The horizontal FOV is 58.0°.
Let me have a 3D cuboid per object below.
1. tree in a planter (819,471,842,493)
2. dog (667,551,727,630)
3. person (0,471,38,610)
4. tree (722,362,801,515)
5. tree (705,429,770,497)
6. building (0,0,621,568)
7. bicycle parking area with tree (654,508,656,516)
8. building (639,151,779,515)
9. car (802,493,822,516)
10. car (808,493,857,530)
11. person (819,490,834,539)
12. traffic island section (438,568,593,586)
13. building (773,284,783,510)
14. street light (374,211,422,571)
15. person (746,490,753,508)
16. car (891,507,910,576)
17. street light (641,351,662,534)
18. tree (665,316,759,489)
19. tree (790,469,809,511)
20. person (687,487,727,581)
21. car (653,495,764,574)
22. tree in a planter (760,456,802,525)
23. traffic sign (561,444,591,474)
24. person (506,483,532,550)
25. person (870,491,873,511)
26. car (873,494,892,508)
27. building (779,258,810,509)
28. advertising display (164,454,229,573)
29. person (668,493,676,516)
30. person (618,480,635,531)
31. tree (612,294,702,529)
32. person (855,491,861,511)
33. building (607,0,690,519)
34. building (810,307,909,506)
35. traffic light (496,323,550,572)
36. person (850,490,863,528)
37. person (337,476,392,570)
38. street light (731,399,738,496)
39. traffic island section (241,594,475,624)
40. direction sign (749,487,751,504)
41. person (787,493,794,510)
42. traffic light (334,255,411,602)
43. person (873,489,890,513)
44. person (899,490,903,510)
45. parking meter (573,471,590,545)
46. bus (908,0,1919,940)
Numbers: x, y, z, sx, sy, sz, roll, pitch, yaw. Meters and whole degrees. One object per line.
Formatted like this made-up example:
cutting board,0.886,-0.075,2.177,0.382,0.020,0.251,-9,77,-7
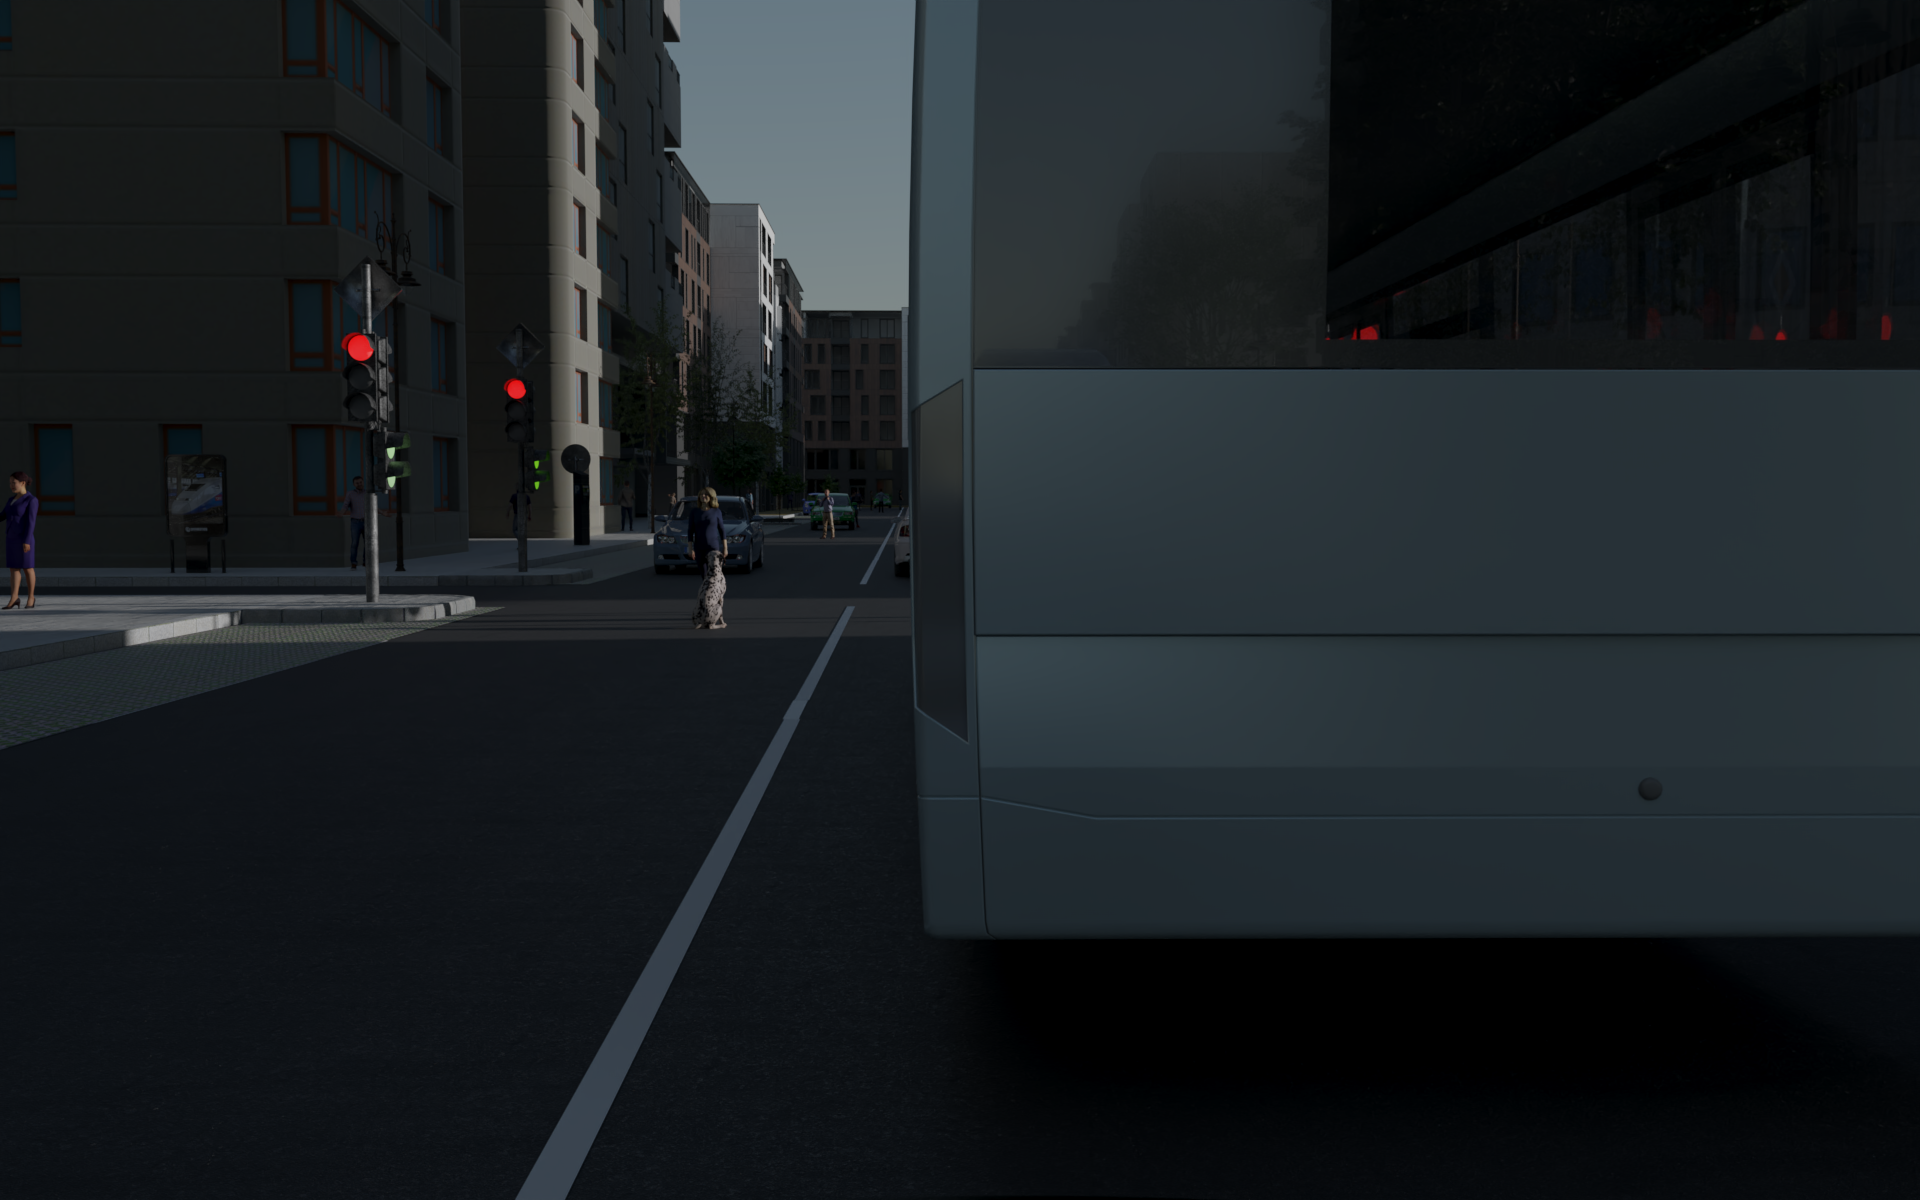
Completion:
tree in a planter,-9.832,-8.149,130.452,1.991,3.239,1.994,0,4,-2
dog,-2.794,-0.104,18.544,0.800,0.831,0.513,-3,4,-37
person,-10.509,-0.660,19.210,0.453,1.535,0.546,0,4,3
tree,-11.120,-8.962,96.889,4.737,8.622,4.395,0,3,0
tree,-11.161,-6.312,86.922,4.285,4.588,4.351,0,3,0
building,-24.949,-12.140,43.522,27.650,21.520,28.899,0,4,-2
bicycle parking area with tree,-21.722,-6.812,98.384,9.016,4.147,8.231,0,4,-7
building,-27.960,-16.851,119.495,27.936,21.610,32.646,0,4,-2
car,-9.556,-6.485,115.621,1.945,1.707,3.694,0,4,-1
car,-5.145,-3.751,70.126,1.959,1.807,4.718,0,4,-4
person,-4.238,-2.740,55.362,0.516,1.574,0.319,2,4,32
traffic island section,-7.227,-0.384,28.566,2.009,0.180,2.903,0,4,-2
building,-22.514,-17.447,141.678,16.016,20.091,11.380,0,4,-2
street light,-9.304,-3.415,28.616,0.468,5.910,1.993,0,4,-2
person,-12.210,-5.659,100.784,0.499,1.552,0.429,-2,4,-24
car,-0.234,-1.172,31.530,2.083,1.381,4.827,0,4,0
street light,-9.992,-5.100,56.180,0.468,5.910,1.993,0,4,-2
tree,-10.534,-7.458,72.305,4.360,8.622,3.978,0,3,0
tree,-12.299,-8.422,132.308,1.663,3.219,1.824,0,3,0
person,-3.033,-0.593,20.738,0.480,1.512,0.613,-1,4,-15
car,-4.685,-1.266,32.698,2.014,1.417,4.499,0,4,-2
tree in a planter,-8.393,-5.092,80.480,1.991,3.239,1.994,0,4,-2
traffic sign,-9.762,-2.685,44.010,0.768,2.556,0.104,0,4,1
person,-10.107,-1.918,39.614,0.569,1.553,0.471,0,4,-8
person,-7.579,-8.597,149.783,0.721,1.735,1.217,0,4,-4
car,-7.886,-10.225,175.968,1.959,1.807,4.718,0,4,-3
building,-31.696,-19.560,163.779,32.646,21.610,27.936,0,4,-2
advertising display,-12.363,-1.398,28.063,0.974,1.923,0.123,0,4,2
person,-16.674,-5.510,100.042,0.435,1.345,0.340,-3,5,-43
person,-11.575,-3.274,60.103,0.617,1.759,0.750,-1,4,-14
tree,-11.569,-6.966,64.260,4.737,8.622,4.395,0,3,0
person,-8.751,-8.537,148.998,0.541,1.710,0.530,0,4,4
building,-27.590,-29.933,78.637,28.713,52.752,27.495,0,4,-2
building,-8.933,-21.971,203.194,32.646,21.610,27.936,0,4,-2
traffic light,-7.187,-2.417,28.432,0.839,4.253,0.868,0,4,-2
person,-4.443,-3.878,73.774,0.647,1.594,0.662,0,4,3
person,-10.105,-1.295,29.183,0.435,1.587,0.963,3,5,44
street light,-10.935,-6.786,83.738,0.468,5.910,1.993,0,4,-2
traffic island section,-6.998,0.104,20.584,2.009,0.180,2.903,0,4,-2
direction sign,-10.955,-6.015,90.347,0.379,3.537,0.876,-1,4,-21
person,-13.771,-8.170,140.540,0.541,1.710,0.530,1,4,22
traffic light,-6.958,-1.928,20.451,0.839,4.253,0.868,0,4,-2
person,-6.060,-7.622,133.111,1.348,1.826,0.705,0,4,5
person,-5.186,-8.788,152.195,0.705,1.822,1.348,-1,4,-11
parking meter,-9.477,-2.304,43.378,0.399,1.863,0.255,3,4,38
bus,1.105,-0.937,10.185,2.948,3.499,13.247,0,4,-1
